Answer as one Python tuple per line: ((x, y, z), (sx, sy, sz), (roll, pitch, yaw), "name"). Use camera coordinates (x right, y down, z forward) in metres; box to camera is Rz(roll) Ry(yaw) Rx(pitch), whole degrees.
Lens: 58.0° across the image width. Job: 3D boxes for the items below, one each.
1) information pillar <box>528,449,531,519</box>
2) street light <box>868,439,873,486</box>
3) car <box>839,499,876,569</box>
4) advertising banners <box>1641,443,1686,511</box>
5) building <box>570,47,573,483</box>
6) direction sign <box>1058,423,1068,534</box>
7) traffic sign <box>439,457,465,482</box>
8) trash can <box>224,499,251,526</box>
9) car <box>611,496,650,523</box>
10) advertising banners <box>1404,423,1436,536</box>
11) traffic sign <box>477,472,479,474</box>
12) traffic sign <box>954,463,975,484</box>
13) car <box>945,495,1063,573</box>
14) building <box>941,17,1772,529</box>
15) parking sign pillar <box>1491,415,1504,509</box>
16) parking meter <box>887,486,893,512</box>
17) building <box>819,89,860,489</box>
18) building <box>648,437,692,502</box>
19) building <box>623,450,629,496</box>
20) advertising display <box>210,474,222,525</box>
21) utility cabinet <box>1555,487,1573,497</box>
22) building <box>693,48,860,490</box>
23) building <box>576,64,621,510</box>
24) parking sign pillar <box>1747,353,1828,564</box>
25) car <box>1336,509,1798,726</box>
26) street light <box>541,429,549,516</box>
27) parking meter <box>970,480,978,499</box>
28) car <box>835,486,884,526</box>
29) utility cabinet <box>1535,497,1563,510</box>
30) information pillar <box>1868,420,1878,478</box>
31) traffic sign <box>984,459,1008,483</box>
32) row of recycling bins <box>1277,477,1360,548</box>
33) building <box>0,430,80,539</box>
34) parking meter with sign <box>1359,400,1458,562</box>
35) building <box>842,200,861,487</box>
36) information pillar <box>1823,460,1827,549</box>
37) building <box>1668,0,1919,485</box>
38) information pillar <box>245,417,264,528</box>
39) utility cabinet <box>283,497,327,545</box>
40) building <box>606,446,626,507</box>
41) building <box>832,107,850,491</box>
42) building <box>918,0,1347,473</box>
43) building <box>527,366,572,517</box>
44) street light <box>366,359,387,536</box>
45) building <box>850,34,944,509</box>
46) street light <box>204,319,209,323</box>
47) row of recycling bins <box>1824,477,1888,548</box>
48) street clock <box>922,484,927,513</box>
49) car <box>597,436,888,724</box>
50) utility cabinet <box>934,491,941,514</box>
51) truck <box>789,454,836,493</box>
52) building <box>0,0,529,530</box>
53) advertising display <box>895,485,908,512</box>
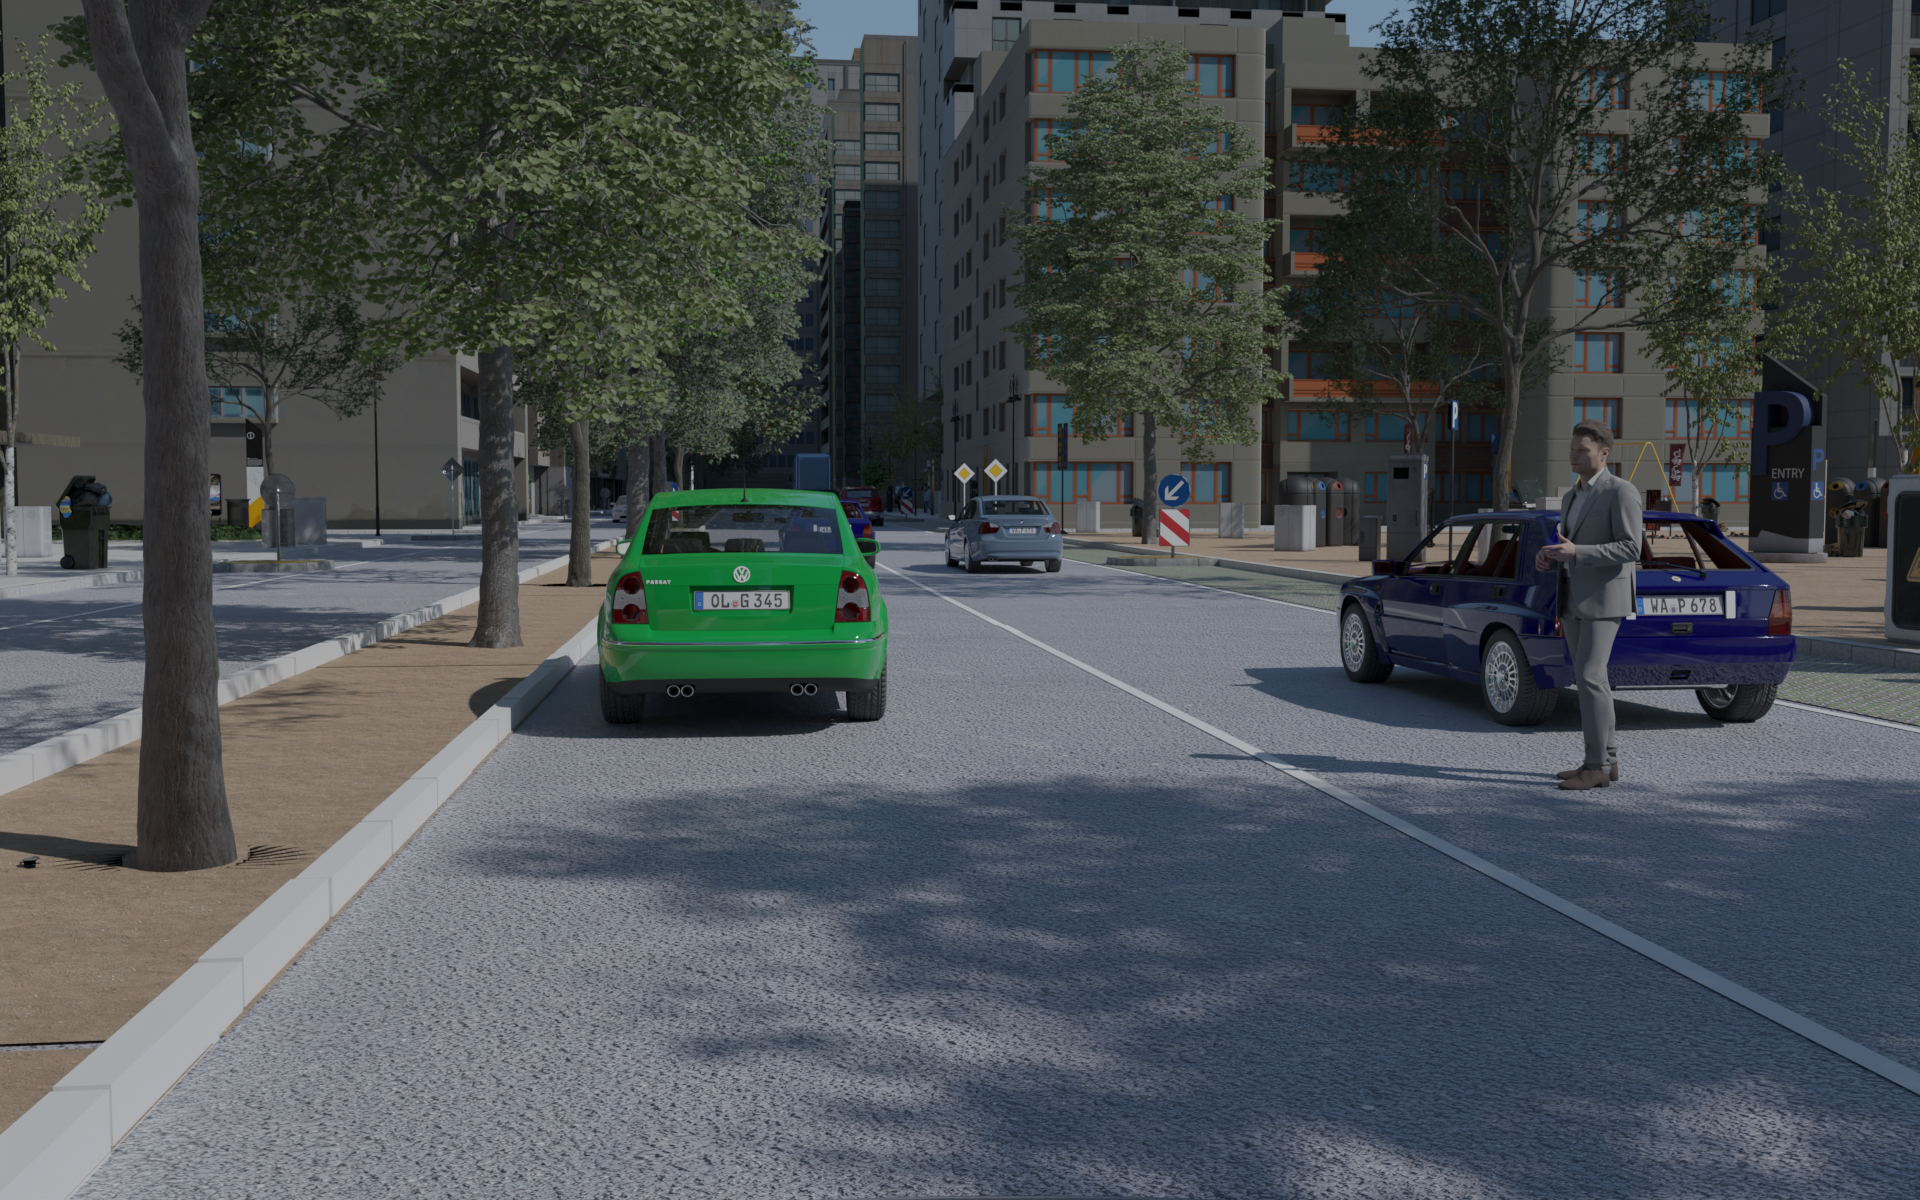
((-22.541, -6.019, 89.759), (0.504, 3.616, 0.183), (1, 4, 9), "information pillar")
((-7.203, -10.165, 138.984), (0.468, 5.910, 1.993), (0, 4, -7), "street light")
((-2.666, -1.324, 34.224), (1.945, 1.354, 3.894), (-1, 4, -9), "car")
((24.151, -3.925, 60.361), (2.074, 3.025, 0.090), (2, 4, 28), "advertising banners")
((-33.952, -26.579, 118.164), (14.154, 41.232, 14.086), (0, 4, -7), "building")
((3.284, -3.880, 55.429), (0.379, 3.537, 0.876), (-1, 4, -17), "direction sign")
((-16.063, -3.216, 54.774), (0.795, 2.593, 0.064), (0, 4, -7), "traffic sign")
((-21.427, -2.432, 51.413), (0.748, 1.137, 0.748), (0, 3, 0), "trash can")
((-16.666, -4.624, 87.968), (2.083, 1.381, 4.827), (-1, 4, -9), "car")
((11.179, -2.814, 42.205), (0.090, 3.025, 2.074), (0, 4, -6), "advertising banners")
((-17.074, -3.701, 62.695), (0.795, 2.593, 0.064), (0, 4, -7), "traffic sign")
((0.183, -3.834, 64.870), (0.795, 2.593, 0.064), (0, 4, -7), "traffic sign")
((0.795, -1.278, 32.897), (2.014, 1.417, 4.499), (0, 4, -8), "car")
((15.109, -14.301, 78.861), (28.899, 21.520, 27.650), (0, 4, -7), "building")
((17.284, -4.100, 55.514), (1.447, 3.967, 1.447), (1, 4, 17), "parking sign pillar")
((-4.949, -7.125, 122.205), (0.399, 1.863, 0.255), (1, 4, 19), "parking meter")
((-5.441, -35.562, 205.133), (21.300, 48.544, 21.600), (0, 4, -7), "building")
((-50.518, -39.331, 232.300), (27.495, 52.752, 28.713), (0, 4, -7), "building")
((-47.961, -35.280, 200.522), (21.600, 48.544, 21.300), (0, 4, -7), "building")
((-23.800, -3.021, 54.606), (0.974, 1.923, 0.123), (-1, 4, -16), "advertising display")
((19.917, -2.903, 56.137), (1.173, 1.500, 0.318), (0, 4, 3), "utility cabinet")
((-21.619, -42.173, 231.523), (28.212, 58.520, 21.231), (0, 4, -7), "building")
((-41.248, -30.280, 149.704), (22.147, 44.769, 28.867), (0, 4, -7), "building")
((15.556, -2.696, 32.548), (1.447, 3.967, 1.447), (-2, 4, -28), "parking sign pillar")
((4.005, 0.027, 12.132), (1.945, 1.354, 3.894), (-1, 4, -8), "car")
((-23.873, -7.788, 100.123), (0.468, 5.910, 1.993), (0, 4, -7), "street light")
((0.600, -4.135, 73.324), (0.255, 1.863, 0.399), (-1, 4, -13), "parking meter")
((-4.622, -4.270, 78.485), (2.281, 1.827, 5.304), (0, 4, -8), "car")
((11.931, -1.427, 34.489), (1.020, 1.237, 0.306), (-2, 4, -24), "utility cabinet")
((28.922, -3.888, 54.931), (0.183, 3.616, 0.504), (1, 4, 9), "information pillar")
((1.194, -3.349, 56.949), (0.795, 2.593, 0.064), (0, 4, -7), "traffic sign")
((8.697, -2.143, 42.144), (1.069, 1.692, 3.534), (3, 4, 36), "row of recycling bins")
((-39.679, -23.507, 38.963), (28.867, 44.769, 22.147), (0, 4, -7), "building")
((8.426, -2.225, 32.647), (1.738, 3.016, 0.543), (2, 4, 27), "parking meter with sign")
((-4.874, -24.554, 173.167), (14.160, 30.474, 14.107), (0, 4, -7), "building")
((18.484, -2.015, 37.440), (0.304, 2.012, 0.304), (-2, 4, -26), "information pillar")
((47.793, -39.249, 79.967), (20.611, 71.187, 20.563), (0, 4, -7), "building")
((-21.514, -3.760, 52.829), (0.504, 3.616, 0.183), (-1, 4, -21), "information pillar")
((-16.631, -2.005, 43.948), (1.020, 1.237, 0.306), (-2, 4, -24), "utility cabinet")
((-40.731, -31.884, 171.420), (14.600, 45.320, 14.200), (0, 4, -7), "building")
((-6.860, -30.803, 187.222), (14.154, 41.232, 14.086), (0, 4, -7), "building")
((11.581, -32.875, 126.745), (28.713, 52.752, 27.495), (0, 4, -7), "building")
((-29.678, -19.884, 96.802), (14.160, 30.474, 14.107), (0, 4, -7), "building")
((-17.847, -4.902, 52.937), (0.468, 5.910, 1.993), (0, 4, -7), "street light")
((-2.221, -29.072, 158.924), (14.154, 41.232, 14.086), (0, 4, -7), "building")
((-15.515, -3.794, 34.815), (0.468, 5.910, 1.993), (0, 4, -7), "street light")
((22.234, -2.114, 41.672), (1.069, 1.692, 3.534), (-1, 4, -17), "row of recycling bins")
((-2.364, -6.996, 118.955), (0.471, 2.002, 0.358), (3, 5, 42), "street clock")
((-1.500, -0.211, 12.248), (1.959, 1.807, 4.718), (0, 4, -6), "car")
((-1.459, -6.338, 112.306), (0.318, 1.500, 1.173), (1, 4, 9), "utility cabinet")
((-8.874, -7.331, 109.614), (2.967, 4.110, 18.799), (-1, 4, -9), "truck")
((-30.000, -27.308, 70.195), (21.300, 48.544, 21.600), (0, 4, -7), "building")
((-4.155, -7.188, 122.732), (0.974, 1.923, 0.123), (1, 4, 19), "advertising display")
